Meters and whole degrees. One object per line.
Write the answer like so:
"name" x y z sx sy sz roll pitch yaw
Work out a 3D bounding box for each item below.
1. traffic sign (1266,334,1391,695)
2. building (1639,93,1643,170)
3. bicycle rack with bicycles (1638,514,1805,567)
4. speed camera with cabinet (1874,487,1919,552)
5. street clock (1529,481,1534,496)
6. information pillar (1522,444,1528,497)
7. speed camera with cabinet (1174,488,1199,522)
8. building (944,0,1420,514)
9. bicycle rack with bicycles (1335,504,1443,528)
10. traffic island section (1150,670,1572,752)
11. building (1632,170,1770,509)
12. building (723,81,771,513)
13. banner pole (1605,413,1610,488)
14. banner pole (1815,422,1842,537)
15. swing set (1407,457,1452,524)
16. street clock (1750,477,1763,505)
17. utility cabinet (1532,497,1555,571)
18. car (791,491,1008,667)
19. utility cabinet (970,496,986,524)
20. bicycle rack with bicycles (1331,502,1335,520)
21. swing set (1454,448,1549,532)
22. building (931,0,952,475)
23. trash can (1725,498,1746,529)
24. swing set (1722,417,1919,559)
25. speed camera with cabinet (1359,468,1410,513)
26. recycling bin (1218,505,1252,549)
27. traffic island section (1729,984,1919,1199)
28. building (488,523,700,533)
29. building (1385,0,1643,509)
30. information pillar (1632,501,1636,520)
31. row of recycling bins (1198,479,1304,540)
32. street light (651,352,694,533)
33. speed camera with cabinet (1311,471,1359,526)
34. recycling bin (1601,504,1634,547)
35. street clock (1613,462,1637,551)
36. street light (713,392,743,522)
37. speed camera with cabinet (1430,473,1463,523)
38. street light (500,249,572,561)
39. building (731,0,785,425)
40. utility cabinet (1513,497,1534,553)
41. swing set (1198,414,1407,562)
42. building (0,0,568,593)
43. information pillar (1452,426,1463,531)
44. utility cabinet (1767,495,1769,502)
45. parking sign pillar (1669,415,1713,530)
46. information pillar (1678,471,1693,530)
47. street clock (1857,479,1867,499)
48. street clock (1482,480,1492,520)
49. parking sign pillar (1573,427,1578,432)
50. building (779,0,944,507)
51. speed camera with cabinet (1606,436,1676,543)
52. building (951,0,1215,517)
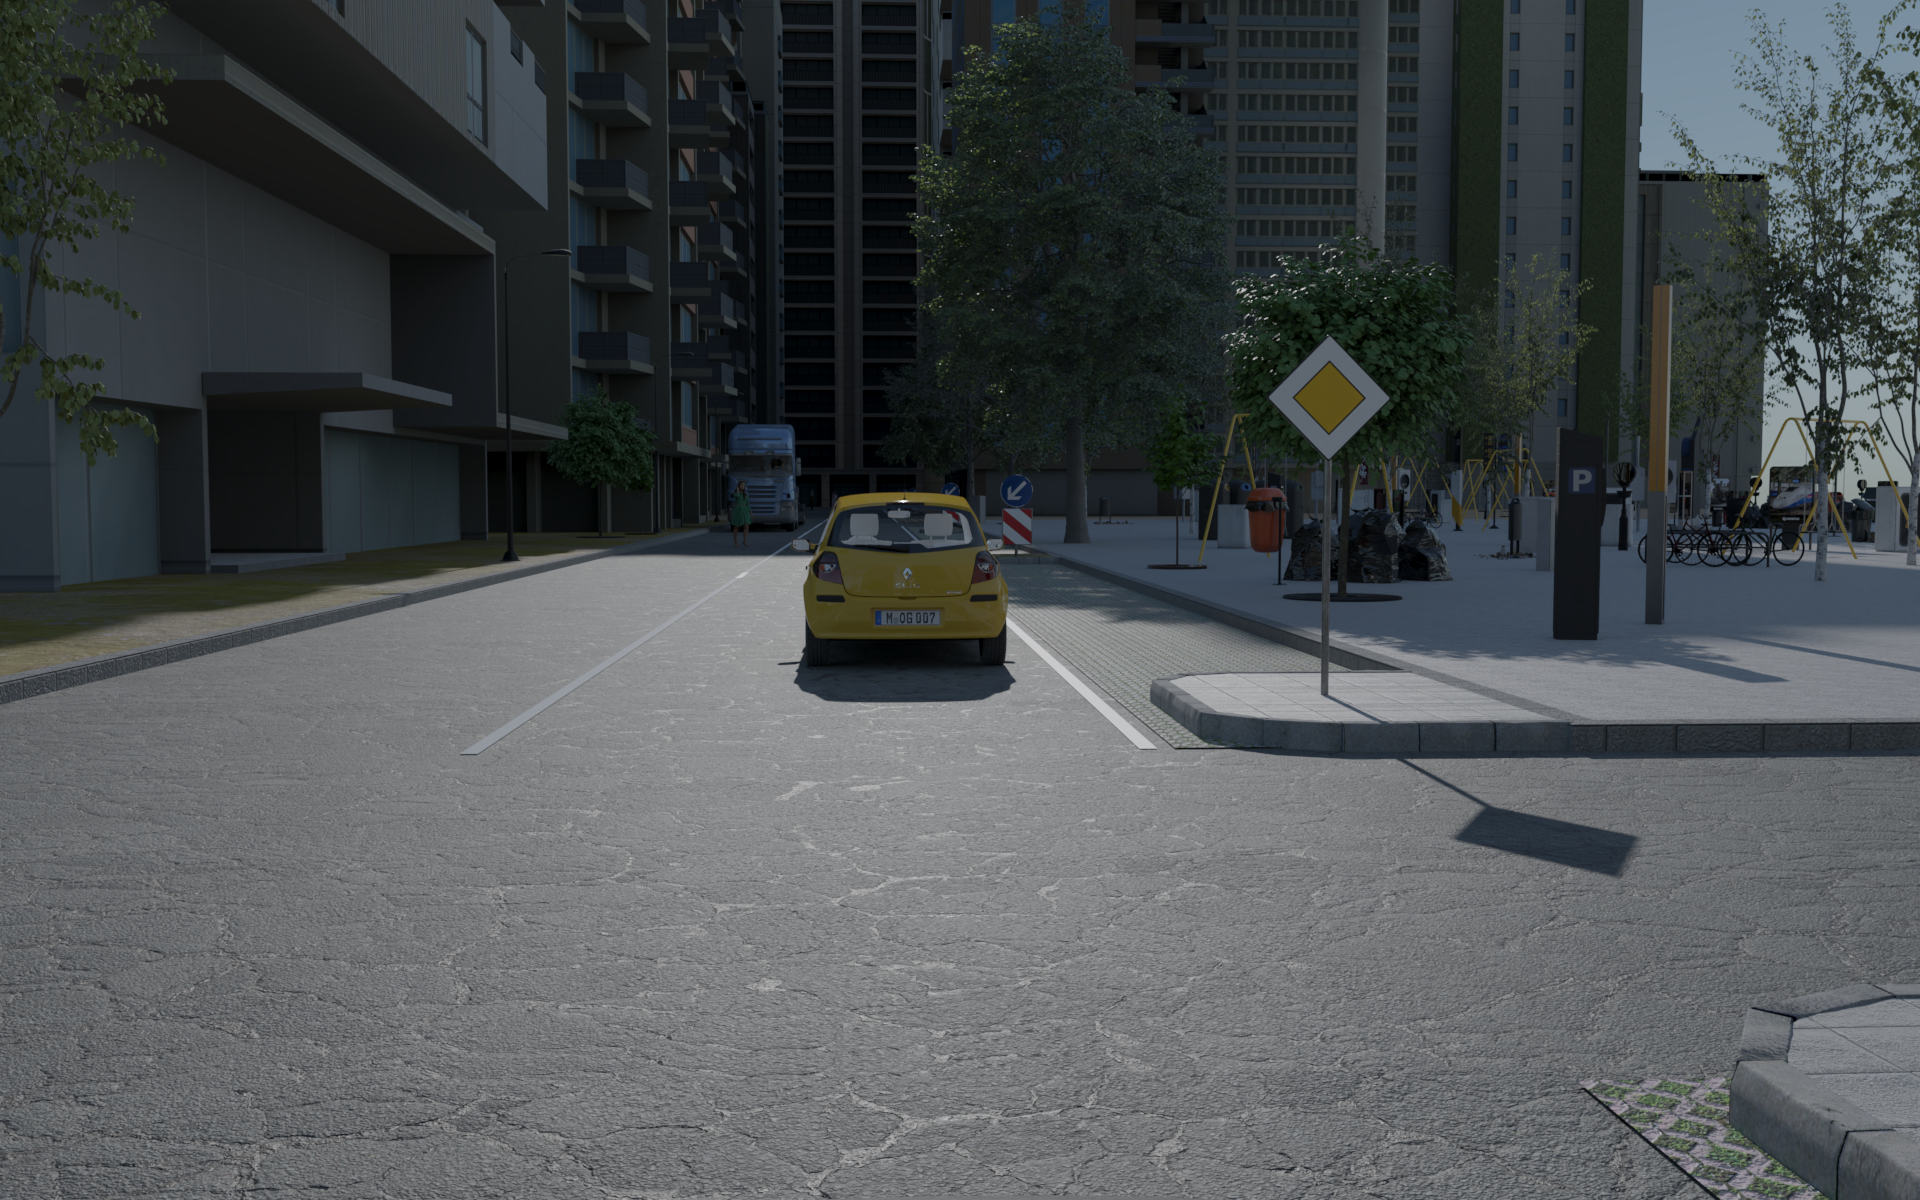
"traffic sign" 2.325 -0.450 10.996 0.795 2.450 0.064 0 4 -3
"building" 60.554 -30.345 179.741 14.086 41.232 14.154 0 4 -3
"bicycle rack with bicycles" 13.638 -1.092 31.231 2.925 0.926 2.852 1 4 14
"speed camera with cabinet" 21.477 -2.710 38.650 2.038 3.252 0.660 -1 4 -18
"street clock" 28.162 -4.971 85.840 0.358 2.002 0.471 -2 4 -35
"information pillar" 26.134 -5.429 80.123 0.183 3.616 0.504 0 4 -1
"speed camera with cabinet" 10.830 -5.261 80.357 2.038 3.252 0.660 -3 4 -39
"building" 15.101 -26.382 123.219 32.217 40.220 23.993 0 4 -3
"bicycle rack with bicycles" 16.250 -3.158 65.019 2.852 0.926 2.925 -2 4 -29
"traffic island section" 2.348 0.685 11.074 2.009 0.180 2.903 0 4 -3
"building" 63.447 -23.651 158.389 14.107 30.474 14.160 0 4 -3
"building" -20.734 -21.387 121.384 14.160 30.474 14.107 0 4 -3
"banner pole" 20.121 -3.906 53.886 0.401 3.779 0.863 1 4 23
"banner pole" 26.217 -3.810 52.316 0.401 3.779 0.863 -3 5 -45
"swing set" 18.998 -4.522 71.554 2.862 2.851 3.119 0 4 -5
"street clock" 33.946 -4.241 73.903 0.471 2.002 0.358 -1 4 -12
"utility cabinet" 10.119 -1.096 29.075 1.020 1.237 0.306 -2 4 -34
"car" -0.550 -0.345 15.861 2.015 1.641 3.980 0 4 -4
"utility cabinet" 0.765 -3.884 74.669 0.306 1.237 1.020 -2 4 -25
"bicycle rack with bicycles" 19.299 -4.416 85.578 2.852 0.926 2.925 1 4 18
"swing set" 19.217 -3.839 60.388 2.862 2.851 3.119 0 4 -1
"building" 11.435 -34.203 148.449 28.713 52.752 27.495 0 4 -3
"trash can" 28.588 -3.194 63.871 0.748 1.137 0.748 0 3 0
"swing set" 17.940 -2.351 36.052 3.119 2.851 2.862 -3 4 -36
"speed camera with cabinet" 15.068 -4.082 61.077 2.038 3.252 0.660 -3 5 -41
"recycling bin" 6.557 -1.741 41.018 0.722 1.027 0.722 2 4 29
"traffic island section" 2.780 1.173 3.101 2.009 0.180 2.903 0 4 -3
"building" -20.696 -25.354 69.157 22.147 44.769 28.867 0 4 -3
"building" 42.497 -37.375 153.080 28.212 58.520 21.231 0 4 -3
"information pillar" 32.998 -4.926 85.027 0.304 2.012 0.304 0 4 3
"row of recycling bins" 8.216 -2.563 49.013 3.534 1.692 1.069 -2 4 -31
"street light" -9.413 -5.151 56.766 1.470 5.913 1.316 0 4 -3
"speed camera with cabinet" 15.168 -4.601 69.554 2.038 3.252 0.660 1 4 17
"recycling bin" 16.179 -1.841 42.662 0.722 1.027 0.722 2 4 24
"street clock" 15.078 -2.126 39.326 0.471 2.002 0.358 2 4 30
"street light" -10.609 -6.528 79.268 1.470 5.913 1.316 0 4 -3
"speed camera with cabinet" 21.363 -4.997 76.044 0.660 3.252 2.038 -1 4 -10
"street light" -8.063 -3.698 33.000 1.470 5.913 1.316 0 4 -3
"building" -26.289 -32.164 149.581 21.600 48.544 21.300 0 4 -3
"utility cabinet" 12.619 -1.633 37.865 1.020 1.237 0.306 1 4 17
"swing set" 6.431 -2.174 33.170 3.119 2.851 2.862 3 4 38
"building" -23.529 -27.117 32.595 28.713 52.752 27.495 0 4 -3
"information pillar" 17.222 -4.196 59.959 0.183 3.616 0.504 -1 4 -16
"utility cabinet" 41.001 -4.624 86.760 1.020 1.237 0.306 0 4 8
"parking sign pillar" 24.848 -4.305 58.865 1.447 3.967 1.447 2 4 33
"information pillar" 23.505 -3.159 56.148 0.304 2.012 0.304 -1 4 -8
"street clock" 44.628 -4.964 85.729 0.471 2.002 0.358 -2 4 -26
"street clock" 26.432 -5.035 86.884 0.358 2.002 0.471 -1 4 -18
"parking sign pillar" 24.922 -4.999 70.200 1.447 3.967 1.447 0 4 7
"building" -8.597 -45.293 178.799 20.611 71.187 20.563 0 4 -3
"speed camera with cabinet" 17.642 -3.120 45.354 2.038 3.252 0.660 1 4 21
"building" 6.755 -27.728 103.464 14.600 45.320 14.200 0 4 -3
